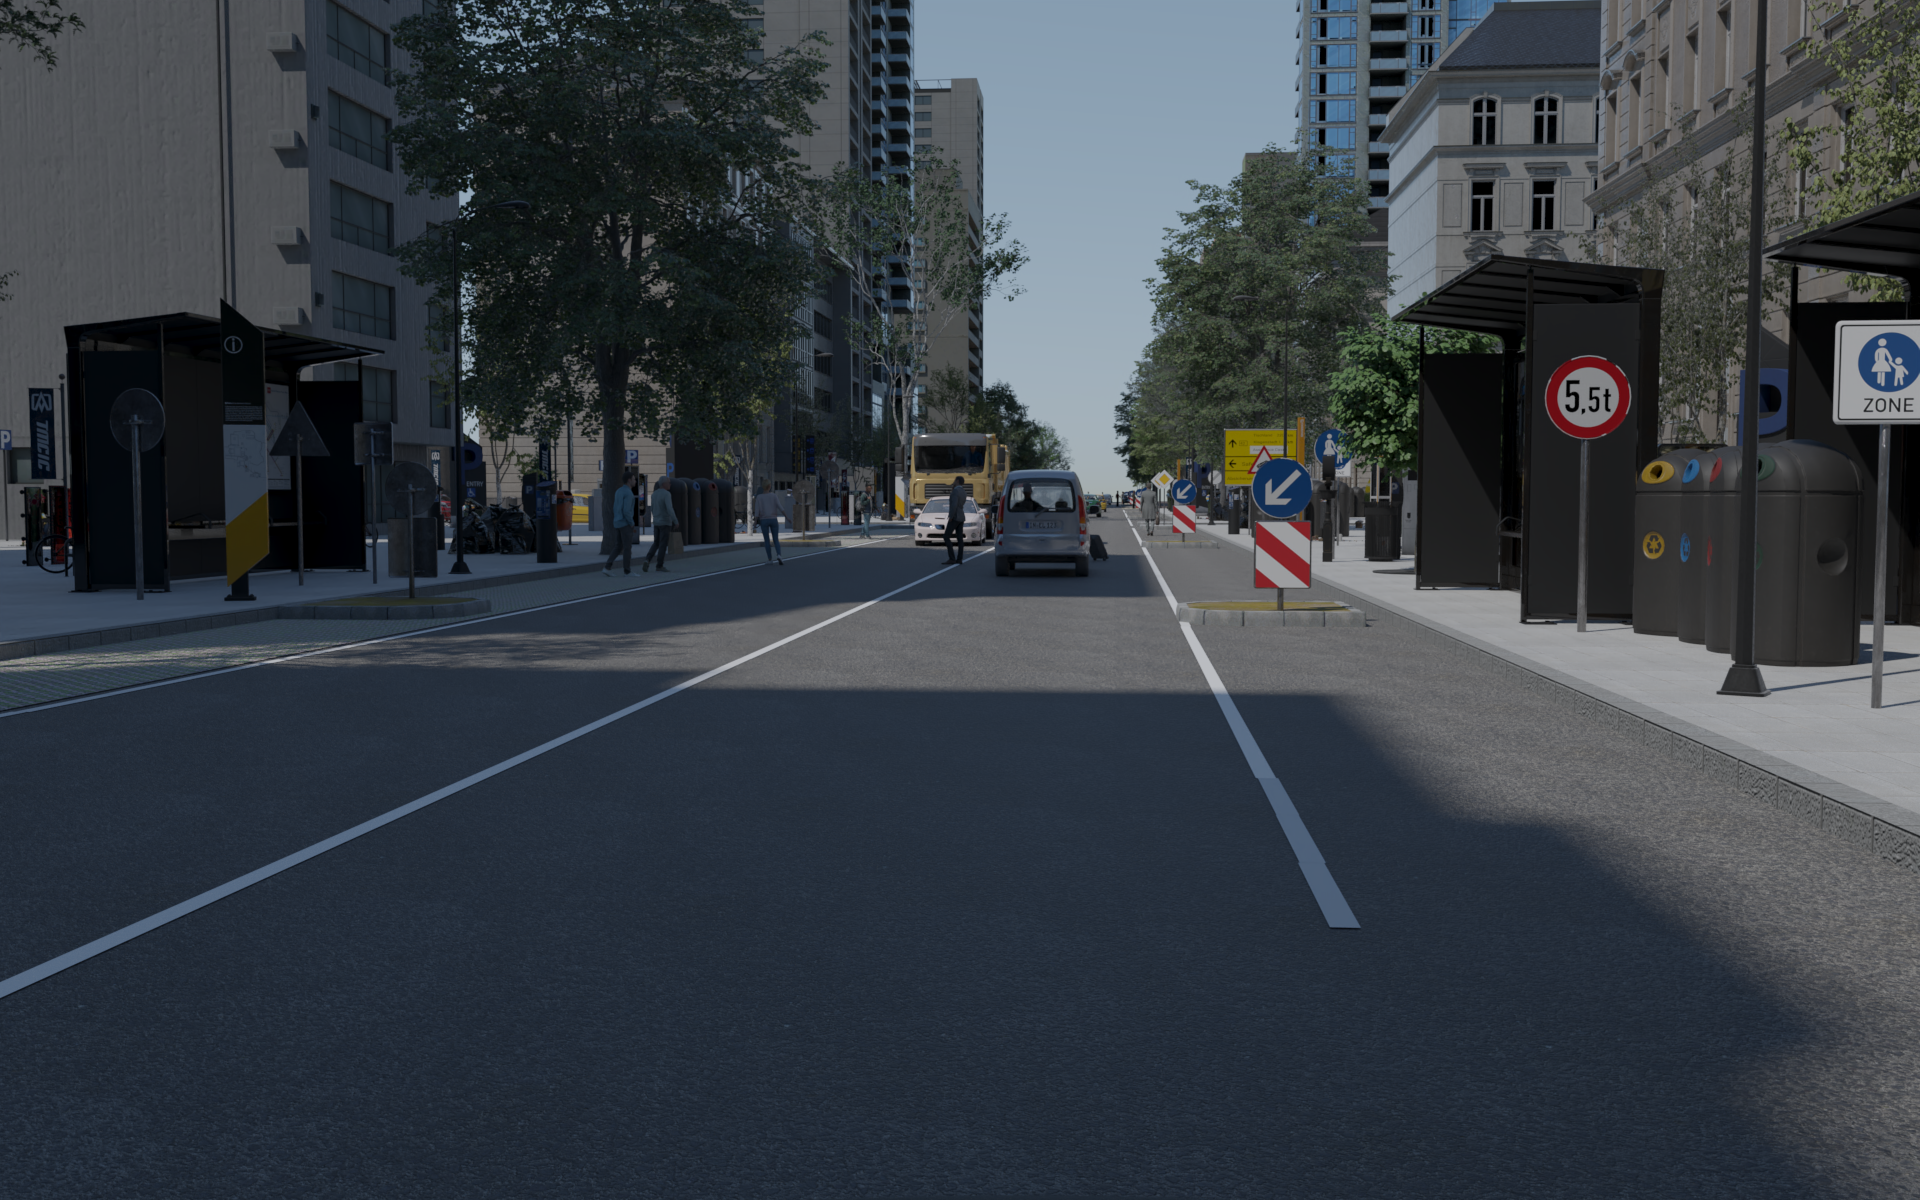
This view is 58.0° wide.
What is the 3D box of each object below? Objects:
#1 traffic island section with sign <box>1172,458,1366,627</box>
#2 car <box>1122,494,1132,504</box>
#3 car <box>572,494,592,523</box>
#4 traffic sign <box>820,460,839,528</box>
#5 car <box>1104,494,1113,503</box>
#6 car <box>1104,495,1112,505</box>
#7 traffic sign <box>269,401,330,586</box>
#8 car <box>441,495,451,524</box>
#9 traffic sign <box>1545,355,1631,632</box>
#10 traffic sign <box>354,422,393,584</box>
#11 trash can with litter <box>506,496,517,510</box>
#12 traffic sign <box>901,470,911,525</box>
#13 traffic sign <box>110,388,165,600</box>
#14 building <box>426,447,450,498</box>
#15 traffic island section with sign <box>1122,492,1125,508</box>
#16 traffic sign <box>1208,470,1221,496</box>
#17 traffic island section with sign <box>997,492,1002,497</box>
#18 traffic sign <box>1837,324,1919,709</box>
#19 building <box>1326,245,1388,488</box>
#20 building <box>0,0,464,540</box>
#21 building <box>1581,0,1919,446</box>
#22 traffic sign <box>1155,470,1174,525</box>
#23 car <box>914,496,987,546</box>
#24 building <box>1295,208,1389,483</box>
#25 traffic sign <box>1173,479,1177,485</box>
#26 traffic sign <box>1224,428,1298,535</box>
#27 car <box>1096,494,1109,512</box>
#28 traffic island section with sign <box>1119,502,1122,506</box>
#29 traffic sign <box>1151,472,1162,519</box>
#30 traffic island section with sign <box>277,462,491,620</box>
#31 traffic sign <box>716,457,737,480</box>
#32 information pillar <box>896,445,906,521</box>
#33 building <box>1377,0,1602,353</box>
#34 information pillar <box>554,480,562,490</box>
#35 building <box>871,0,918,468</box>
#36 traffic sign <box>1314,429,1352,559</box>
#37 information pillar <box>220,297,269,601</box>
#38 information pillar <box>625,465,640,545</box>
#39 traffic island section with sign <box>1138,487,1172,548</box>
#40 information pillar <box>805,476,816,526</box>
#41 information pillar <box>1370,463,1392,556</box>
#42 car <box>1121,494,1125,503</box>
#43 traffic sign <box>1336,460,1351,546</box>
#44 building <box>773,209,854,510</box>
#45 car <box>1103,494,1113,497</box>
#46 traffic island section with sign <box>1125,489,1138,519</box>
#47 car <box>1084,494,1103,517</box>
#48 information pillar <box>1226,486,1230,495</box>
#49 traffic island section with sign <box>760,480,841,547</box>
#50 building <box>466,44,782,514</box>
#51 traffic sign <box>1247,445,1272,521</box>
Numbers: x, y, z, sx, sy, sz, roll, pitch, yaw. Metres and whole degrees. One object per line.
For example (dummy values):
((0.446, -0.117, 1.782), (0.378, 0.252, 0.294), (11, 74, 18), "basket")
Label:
((3.477, -0.676, 19.679), (1.989, 1.847, 2.006), (0, 4, 5), "traffic island section with sign")
((23.511, -14.165, 241.388), (2.009, 1.686, 4.222), (0, 4, 5), "car")
((-16.679, -4.116, 77.512), (3.980, 1.641, 2.015), (0, 4, 7), "car")
((-4.918, -3.983, 65.220), (0.768, 2.556, 0.104), (1, 4, 12), "traffic sign")
((24.810, -17.211, 291.618), (2.015, 1.641, 3.980), (0, 4, 6), "car")
((18.582, -12.936, 223.859), (2.083, 1.381, 4.827), (0, 4, 3), "car")
((-9.238, -1.481, 24.214), (0.884, 2.594, 0.081), (0, 4, 6), "traffic sign")
((-24.772, -4.195, 77.635), (4.494, 1.783, 2.155), (0, 4, 6), "car")
((5.775, -0.973, 16.013), (0.768, 2.556, 0.104), (0, 4, 6), "traffic sign")
((-8.364, -1.381, 24.704), (0.606, 2.300, 0.079), (1, 4, 14), "traffic sign")
((-22.260, -4.495, 84.544), (2.233, 1.210, 1.678), (0, 4, -8), "trash can with litter")
((-2.075, -4.180, 71.983), (0.795, 2.450, 0.064), (0, 4, 5), "traffic sign")
((-9.943, -1.274, 20.930), (0.768, 2.556, 0.104), (1, 4, 14), "traffic sign")
((-41.156, -17.210, 99.412), (19.932, 24.808, 12.078), (0, 4, 5), "building")
((13.157, -7.289, 127.797), (1.989, 1.847, 2.006), (0, 4, 5), "traffic island section with sign")
((13.747, -5.704, 93.359), (0.768, 2.556, 0.104), (1, 4, 14), "traffic sign")
((3.048, -7.393, 129.495), (1.989, 1.847, 2.006), (0, 4, 5), "traffic island section with sign")
((5.487, -0.500, 10.302), (0.606, 2.300, 0.079), (0, 4, 7), "traffic sign")
((31.703, -15.768, 122.426), (10.561, 19.102, 19.286), (0, 4, 5), "building")
((-23.935, -17.272, 54.093), (14.107, 30.474, 14.160), (0, 4, 5), "building")
((25.758, -15.162, 45.169), (12.463, 27.353, 25.104), (0, 4, 5), "building")
((8.376, -4.122, 71.031), (0.795, 2.450, 0.064), (0, 4, 5), "traffic sign")
((-0.242, -2.265, 49.392), (2.083, 1.381, 4.827), (0, 4, 3), "car")
((33.450, -19.138, 141.792), (11.050, 23.489, 19.941), (0, 4, 5), "building")
((18.662, -9.106, 148.981), (0.768, 2.556, 0.104), (1, 4, 14), "traffic sign")
((9.351, -3.673, 53.931), (2.265, 3.308, 0.079), (0, 4, 7), "traffic sign")
((10.775, -7.769, 137.240), (2.015, 1.641, 3.980), (0, 4, 5), "car")
((17.710, -10.405, 178.747), (1.989, 1.847, 2.006), (0, 4, 5), "traffic island section with sign")
((9.088, -4.608, 78.984), (0.795, 2.450, 0.064), (0, 4, 5), "traffic sign")
((-6.707, -0.729, 20.554), (1.989, 1.847, 2.006), (0, 4, 5), "traffic island section with sign")
((-8.100, -3.656, 59.878), (0.768, 2.556, 0.104), (1, 4, 9), "traffic sign")
((-2.846, -5.593, 82.795), (0.504, 3.616, 0.183), (2, 4, 29), "information pillar")
((46.209, -19.412, 93.796), (44.131, 29.872, 17.030), (0, 4, 5), "building")
((-21.017, -5.267, 90.604), (0.304, 2.012, 0.304), (2, 4, 29), "information pillar")
((-15.589, -53.767, 191.758), (22.319, 86.520, 31.000), (0, 4, 5), "building")
((7.333, -2.073, 34.006), (0.768, 2.556, 0.104), (1, 4, 9), "traffic sign")
((-8.585, -1.799, 20.768), (0.504, 3.616, 0.183), (-1, 4, -15), "information pillar")
((-8.355, -2.417, 44.018), (0.304, 2.012, 0.304), (3, 5, 42), "information pillar")
((5.878, -2.318, 46.527), (1.989, 1.847, 2.006), (0, 4, 5), "traffic island section with sign")
((-6.042, -4.016, 70.155), (0.304, 2.012, 0.304), (3, 5, 43), "information pillar")
((8.127, -1.772, 33.472), (0.304, 2.012, 0.304), (-1, 4, -14), "information pillar")
((26.593, -16.283, 276.014), (2.009, 1.686, 4.222), (0, 4, 6), "car")
((9.363, -2.492, 42.868), (0.606, 2.300, 0.079), (1, 4, 14), "traffic sign")
((-17.243, -19.116, 131.611), (14.314, 24.678, 30.058), (0, 4, 5), "building")
((25.577, -17.861, 301.067), (2.155, 1.783, 4.494), (0, 4, 5), "car")
((10.747, -5.645, 100.926), (1.989, 1.847, 2.006), (0, 4, 5), "traffic island section with sign")
((7.833, -5.850, 107.437), (2.131, 1.459, 4.920), (0, 4, 3), "car")
((18.577, -7.906, 120.622), (0.183, 3.616, 0.504), (-3, 5, -45), "information pillar")
((-4.305, -2.372, 47.403), (1.989, 1.847, 2.006), (0, 4, 5), "traffic island section with sign")
((-19.096, -18.764, 104.056), (12.463, 27.353, 25.104), (0, 4, 5), "building")
((8.094, -2.824, 46.181), (0.884, 2.594, 0.081), (0, 4, 7), "traffic sign")
